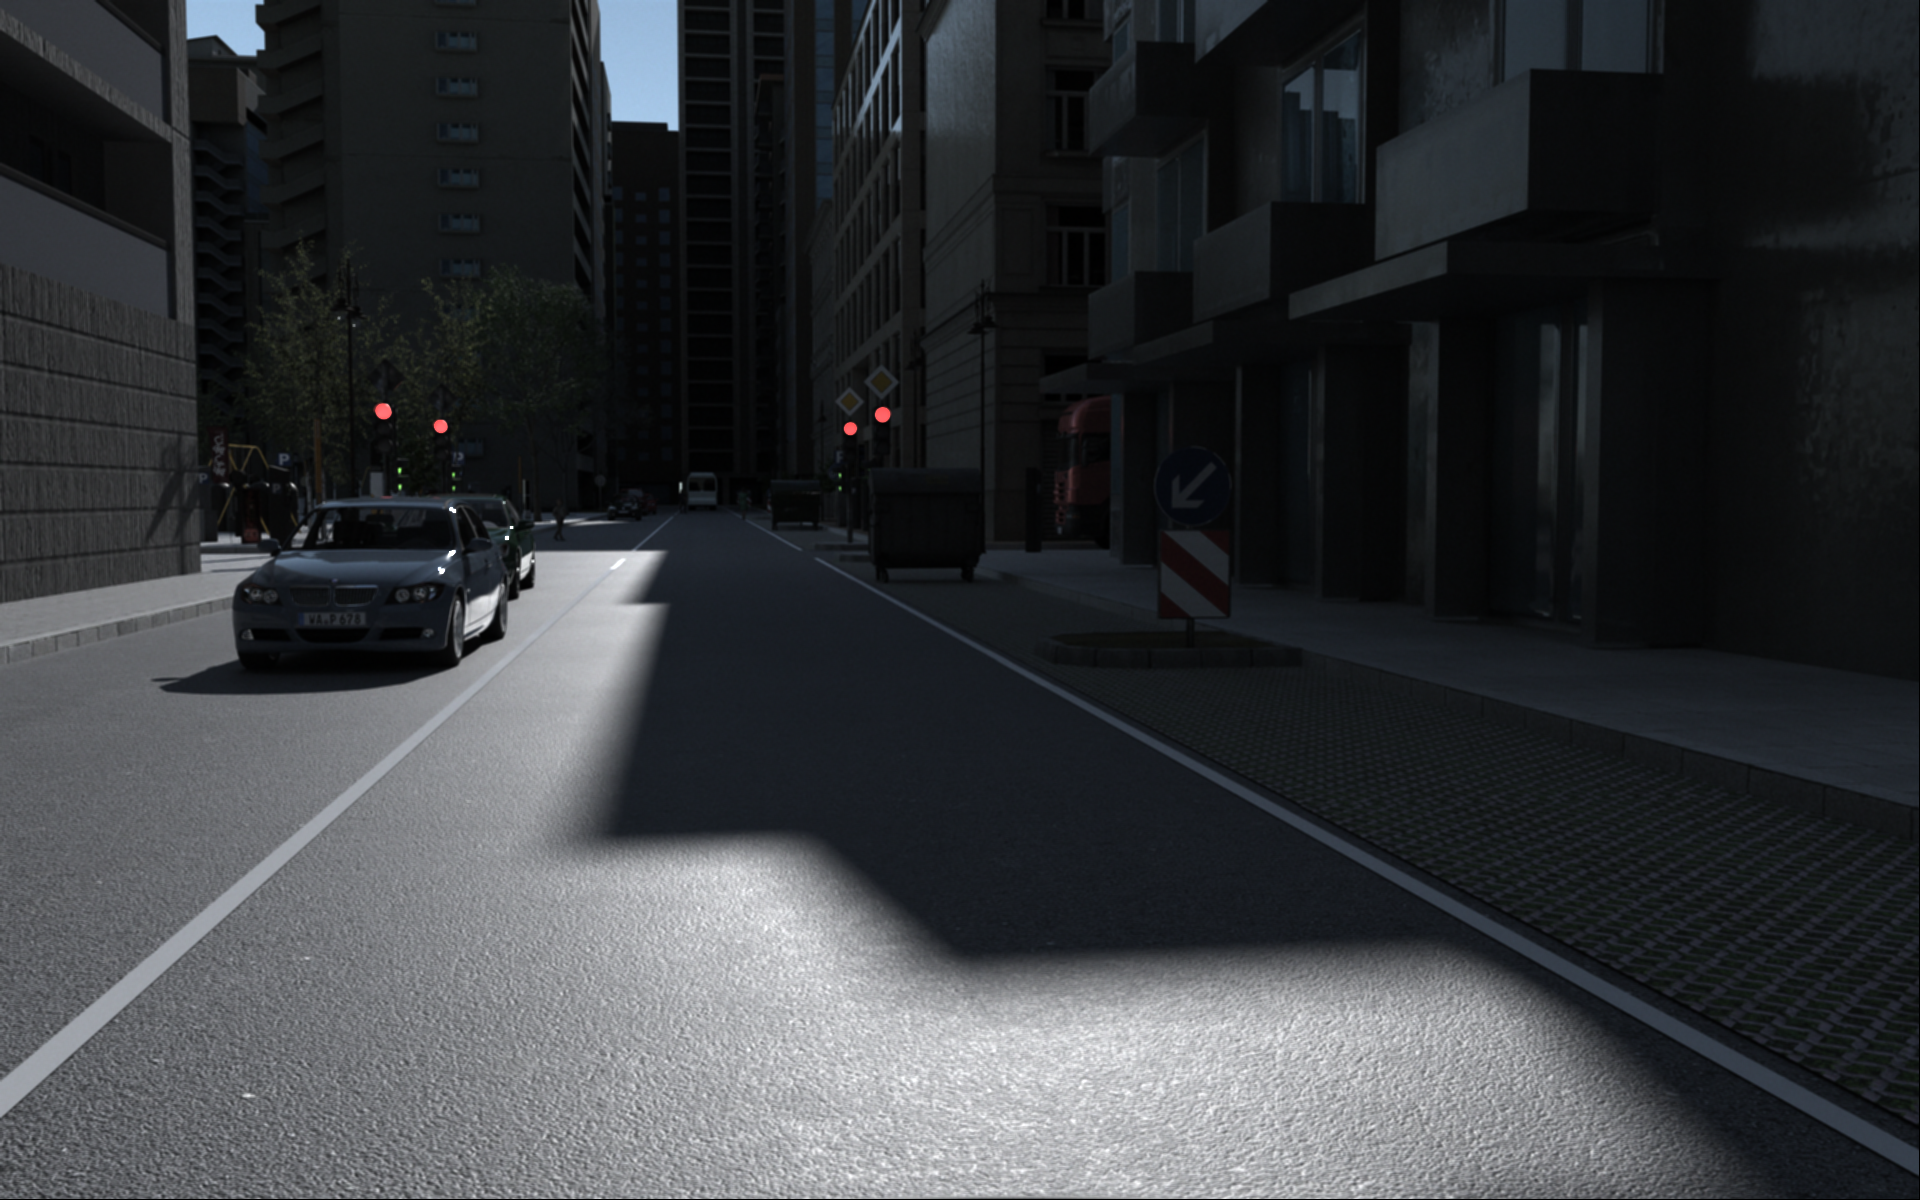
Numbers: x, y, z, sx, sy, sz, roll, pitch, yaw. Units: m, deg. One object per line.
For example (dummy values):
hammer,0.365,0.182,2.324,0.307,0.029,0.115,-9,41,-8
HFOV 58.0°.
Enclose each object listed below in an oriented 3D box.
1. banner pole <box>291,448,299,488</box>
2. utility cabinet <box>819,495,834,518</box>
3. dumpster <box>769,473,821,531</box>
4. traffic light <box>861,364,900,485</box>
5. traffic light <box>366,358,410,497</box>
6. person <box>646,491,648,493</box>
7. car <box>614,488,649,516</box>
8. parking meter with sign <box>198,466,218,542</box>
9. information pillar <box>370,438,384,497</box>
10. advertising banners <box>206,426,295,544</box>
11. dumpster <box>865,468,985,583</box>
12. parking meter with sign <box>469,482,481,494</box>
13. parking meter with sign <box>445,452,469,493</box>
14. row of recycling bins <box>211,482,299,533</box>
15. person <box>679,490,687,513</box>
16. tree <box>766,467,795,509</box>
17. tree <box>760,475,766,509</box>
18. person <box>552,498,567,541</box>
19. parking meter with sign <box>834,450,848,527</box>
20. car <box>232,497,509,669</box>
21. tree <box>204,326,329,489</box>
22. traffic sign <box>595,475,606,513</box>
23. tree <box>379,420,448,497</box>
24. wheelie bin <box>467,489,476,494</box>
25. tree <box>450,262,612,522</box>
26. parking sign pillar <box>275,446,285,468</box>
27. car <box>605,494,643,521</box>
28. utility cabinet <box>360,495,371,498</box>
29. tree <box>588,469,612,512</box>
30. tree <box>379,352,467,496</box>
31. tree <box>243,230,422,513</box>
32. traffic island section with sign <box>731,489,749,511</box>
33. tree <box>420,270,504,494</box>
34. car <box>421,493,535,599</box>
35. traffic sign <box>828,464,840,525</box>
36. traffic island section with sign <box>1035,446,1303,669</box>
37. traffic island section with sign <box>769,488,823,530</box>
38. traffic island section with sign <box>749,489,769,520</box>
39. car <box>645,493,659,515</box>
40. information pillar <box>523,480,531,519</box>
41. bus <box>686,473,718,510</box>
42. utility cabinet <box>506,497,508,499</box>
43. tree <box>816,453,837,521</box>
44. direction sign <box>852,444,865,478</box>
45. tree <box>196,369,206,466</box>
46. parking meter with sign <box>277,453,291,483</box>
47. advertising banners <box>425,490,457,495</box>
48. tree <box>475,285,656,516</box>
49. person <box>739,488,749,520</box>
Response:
banner pole,-35.644,-6.286,92.786,0.401,3.779,0.863,1,4,9
utility cabinet,-7.325,-5.047,93.687,1.020,1.237,0.306,-2,4,-31
dumpster,-6.440,-3.828,67.536,1.985,2.255,1.502,-1,4,-10
traffic light,-1.716,-2.967,37.438,0.839,4.253,0.868,-1,4,-9
traffic light,-11.860,-2.873,35.898,0.839,4.253,0.868,-1,4,-9
person,-31.621,-10.177,175.583,0.721,1.739,1.217,1,4,11
car,-21.772,-6.498,114.915,2.281,1.827,5.304,-1,4,-8
parking meter with sign,-20.684,-3.102,46.972,1.738,3.016,0.543,3,5,43
information pillar,-22.219,-4.568,66.042,0.504,3.616,0.183,1,4,9
advertising banners,-18.332,-2.973,44.793,2.074,3.025,0.090,-2,4,-27
dumpster,-0.588,-1.227,28.272,1.865,1.857,1.264,0,4,-8
parking meter with sign,-31.228,-7.048,111.495,1.738,3.016,0.543,-2,4,-33
parking meter with sign,-20.620,-4.529,70.309,0.543,3.016,1.738,0,4,4
row of recycling bins,-23.821,-3.131,58.302,3.534,1.692,1.069,1,4,19
person,-20.383,-7.264,127.712,0.568,1.767,0.683,3,4,38
tree,-12.289,-7.797,122.076,1.663,3.219,1.824,0,3,0
tree,-16.597,-9.503,149.972,1.663,3.219,1.824,0,3,0
person,-12.203,-2.451,52.852,0.640,1.303,0.475,3,4,36
parking meter with sign,-4.615,-4.396,68.137,0.543,3.016,1.738,0,4,-8
car,-5.220,-0.233,15.810,2.014,1.417,4.499,0,4,-7
tree,-30.171,-7.737,76.856,4.737,8.622,4.395,0,3,0
traffic sign,-23.994,-7.061,115.545,0.768,2.556,0.104,0,4,1
tree,-14.246,-3.114,45.515,1.663,3.219,1.824,0,3,0
wheelie bin,-29.269,-5.848,103.524,0.693,1.594,0.980,-1,4,-19
tree,-19.441,-9.355,78.711,9.928,11.665,9.643,0,3,0
parking sign pillar,-38.169,-6.650,97.198,1.447,3.967,1.447,-1,4,-12
car,-18.158,-5.139,93.804,2.009,1.686,4.222,-1,4,-9
utility cabinet,-26.220,-4.043,77.266,1.020,1.237,0.306,1,4,9
tree,-25.645,-7.934,124.318,1.663,3.219,1.824,0,3,0
tree,-27.988,-8.525,89.751,4.737,8.622,4.395,0,3,0
tree,-17.967,-6.056,49.377,4.360,8.622,3.978,0,3,0
traffic island section with sign,-18.046,-8.408,146.105,1.989,1.847,2.006,-1,4,-9
tree,-16.883,-6.526,57.066,4.360,8.622,3.978,0,3,0
car,-7.186,-0.807,24.994,2.131,1.459,4.920,-1,4,-10
traffic sign,-5.016,-4.334,70.966,0.768,2.556,0.104,0,4,-3
traffic island section with sign,1.712,-0.395,15.094,1.989,1.847,2.006,-1,4,-9
traffic island section with sign,-6.582,-3.761,70.123,1.989,1.847,2.006,-1,4,-9
traffic island section with sign,-10.602,-5.391,96.778,1.989,1.847,2.006,-1,4,-9
car,-22.258,-6.888,121.664,2.155,1.783,4.494,-1,4,-10
information pillar,-22.119,-5.136,88.462,0.304,2.012,0.304,-2,4,-33
bus,-23.168,-9.839,155.721,2.948,3.499,13.247,-1,4,-8
utility cabinet,-14.883,-2.723,55.686,0.306,1.237,1.020,1,4,12
tree,-6.084,-5.313,81.463,1.663,3.219,1.824,0,3,0
direction sign,-4.704,-5.315,78.894,0.876,3.537,0.379,-3,4,-36
tree,-43.189,-9.092,99.013,4.737,8.622,4.395,0,3,0
parking meter with sign,-28.355,-4.677,72.732,0.543,3.016,1.738,-1,4,-21
advertising banners,-18.708,-3.983,61.306,2.074,3.025,0.090,1,4,19
tree,-23.571,-11.769,102.800,12.009,13.543,11.850,0,3,0
person,-12.059,-5.369,96.530,0.600,1.795,0.529,0,4,0
